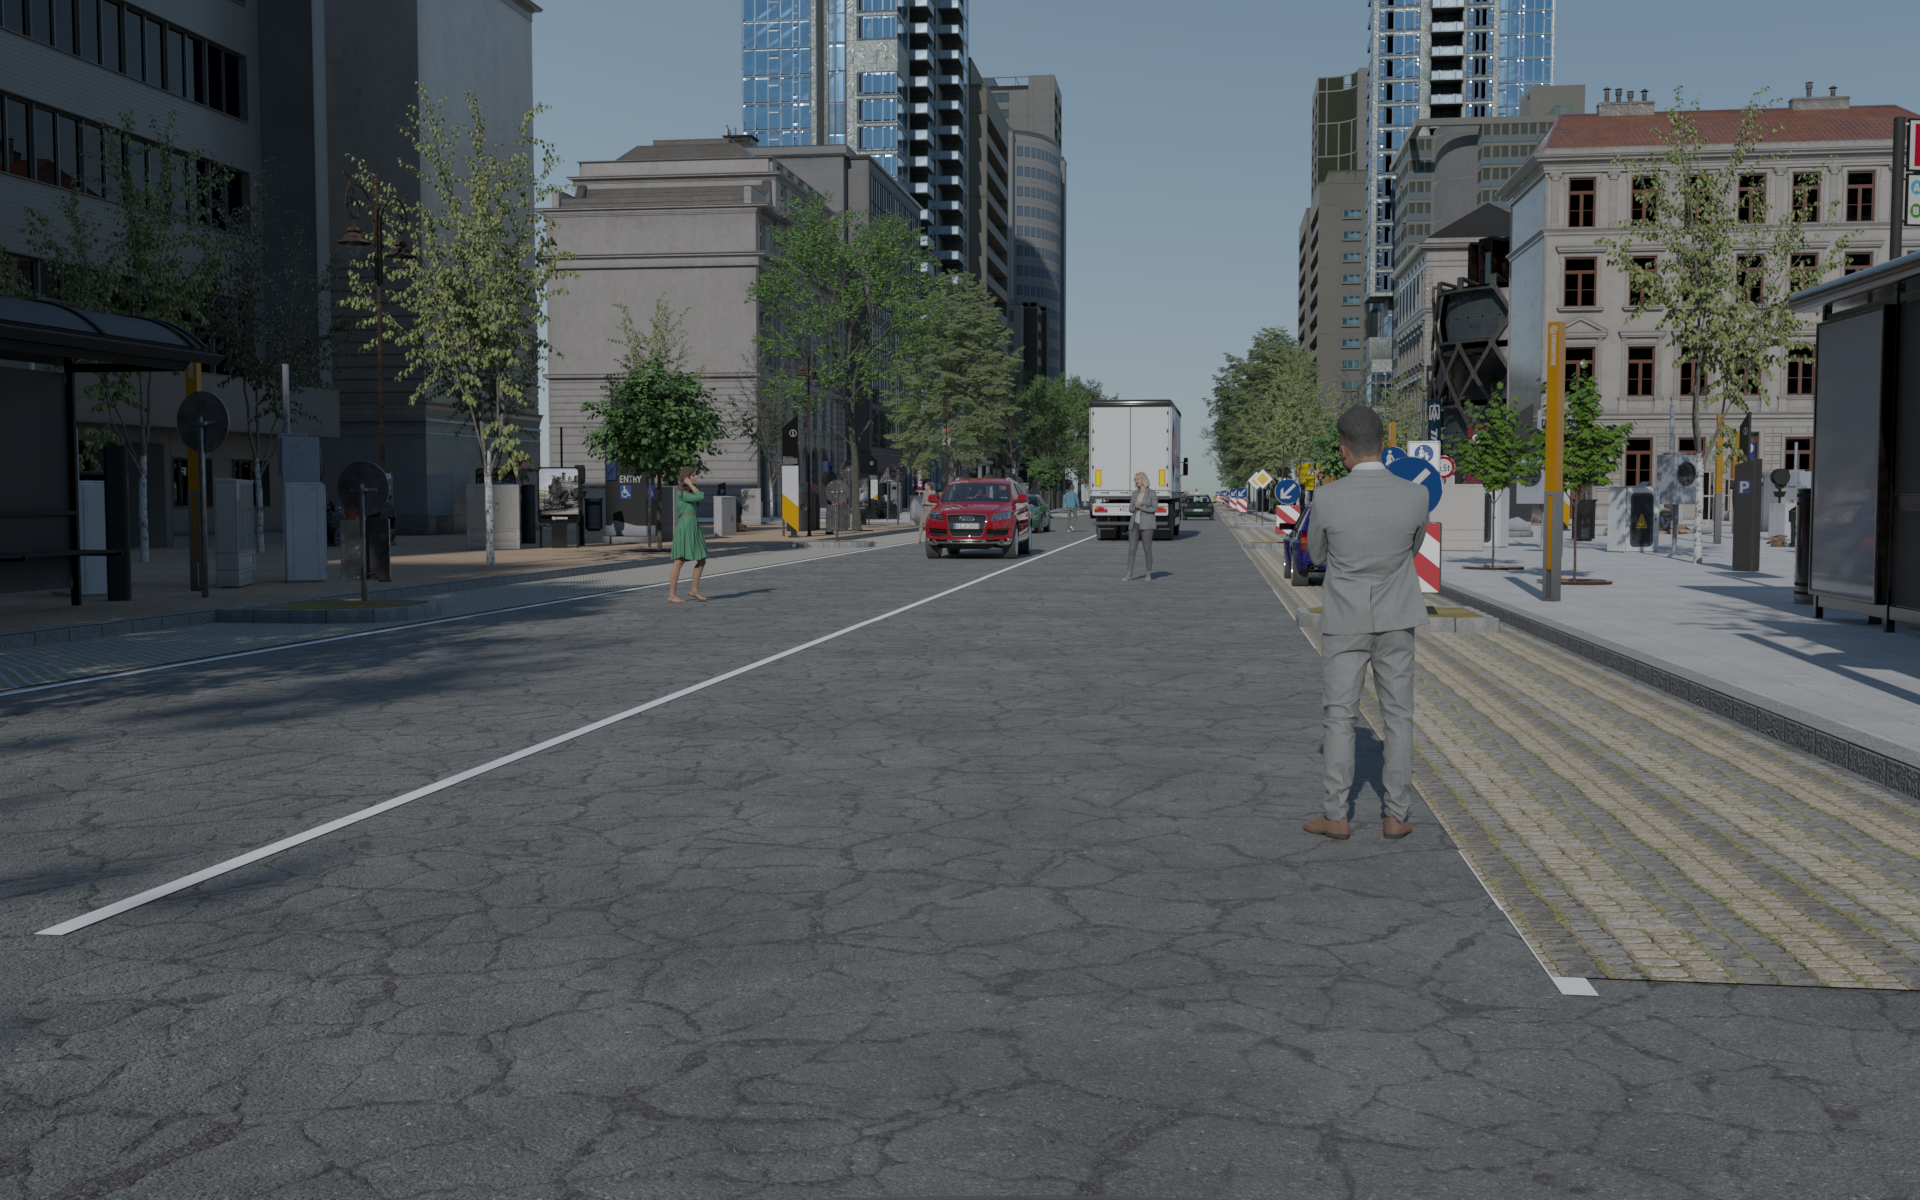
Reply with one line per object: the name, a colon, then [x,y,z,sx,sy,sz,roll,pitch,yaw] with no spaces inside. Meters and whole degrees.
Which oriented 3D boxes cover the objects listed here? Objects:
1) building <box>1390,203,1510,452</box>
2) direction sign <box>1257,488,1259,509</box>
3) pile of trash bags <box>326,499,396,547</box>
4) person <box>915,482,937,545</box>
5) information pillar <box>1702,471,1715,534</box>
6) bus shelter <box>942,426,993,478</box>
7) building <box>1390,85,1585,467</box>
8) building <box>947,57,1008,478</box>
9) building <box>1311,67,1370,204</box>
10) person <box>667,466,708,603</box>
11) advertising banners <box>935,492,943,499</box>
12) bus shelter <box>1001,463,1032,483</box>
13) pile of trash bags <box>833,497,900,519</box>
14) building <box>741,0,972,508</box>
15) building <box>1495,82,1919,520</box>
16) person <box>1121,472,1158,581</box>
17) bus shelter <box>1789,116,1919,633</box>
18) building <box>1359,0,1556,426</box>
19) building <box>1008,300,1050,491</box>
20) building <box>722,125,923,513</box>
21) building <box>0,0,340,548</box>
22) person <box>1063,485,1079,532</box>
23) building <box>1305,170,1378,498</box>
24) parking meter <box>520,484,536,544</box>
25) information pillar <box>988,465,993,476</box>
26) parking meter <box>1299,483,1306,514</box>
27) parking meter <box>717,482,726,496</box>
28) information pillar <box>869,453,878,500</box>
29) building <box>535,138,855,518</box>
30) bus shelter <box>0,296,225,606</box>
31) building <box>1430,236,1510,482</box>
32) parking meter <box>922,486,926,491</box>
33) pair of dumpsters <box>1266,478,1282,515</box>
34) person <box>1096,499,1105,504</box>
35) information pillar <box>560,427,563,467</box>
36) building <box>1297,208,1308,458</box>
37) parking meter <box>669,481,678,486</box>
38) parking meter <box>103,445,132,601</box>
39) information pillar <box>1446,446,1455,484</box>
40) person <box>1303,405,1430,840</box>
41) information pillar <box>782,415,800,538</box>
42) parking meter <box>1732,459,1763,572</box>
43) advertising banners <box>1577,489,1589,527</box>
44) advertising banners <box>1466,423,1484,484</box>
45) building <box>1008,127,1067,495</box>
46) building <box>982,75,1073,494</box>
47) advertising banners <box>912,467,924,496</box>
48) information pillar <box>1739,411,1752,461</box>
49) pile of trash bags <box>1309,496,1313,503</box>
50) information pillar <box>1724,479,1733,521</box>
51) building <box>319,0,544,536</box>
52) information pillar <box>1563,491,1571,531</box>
building: [41.215,-18.997,139.483,11.050,23.489,19.941,0,4,8]
direction sign: [24.832,-9.310,144.210,0.876,3.537,0.379,-3,5,-41]
pile of trash bags: [-14.903,-2.016,42.717,1.912,1.369,3.447,-1,4,-18]
person: [-0.946,-2.426,48.504,0.599,1.781,0.374,2,4,34]
information pillar: [24.072,-3.139,55.808,0.304,2.012,0.304,-3,5,-43]
bus shelter: [0.399,-7.741,104.202,2.179,5.291,8.768,0,4,8]
building: [55.667,-29.208,169.427,32.217,40.220,23.993,0,4,8]
building: [-6.257,-35.115,197.826,21.300,48.544,21.600,0,4,8]
building: [68.420,-52.425,295.392,20.563,71.187,20.611,0,4,8]
person: [-3.609,-0.866,22.903,0.529,1.795,0.600,0,4,-5]
advertising banners: [-1.920,-7.073,111.826,2.074,3.025,0.090,-2,4,-25]
bus shelter: [4.339,-8.635,132.467,1.731,3.624,6.357,0,4,8]
pile of trash bags: [-4.860,-4.765,87.664,3.447,1.369,1.912,-1,4,-23]
building: [-9.914,-52.477,170.671,22.319,86.520,31.000,0,4,8]
building: [39.690,-15.555,90.477,21.152,22.565,11.583,0,4,8]
person: [2.997,-1.217,28.578,0.537,1.800,0.526,3,5,42]
bus shelter: [9.423,-2.362,16.243,2.179,5.291,8.768,0,4,8]
building: [54.842,-54.017,195.846,22.319,86.520,31.000,0,4,8]
building: [5.661,-29.695,257.219,14.160,30.474,14.107,0,4,8]
building: [-11.560,-20.507,128.803,14.314,27.812,24.014,0,4,8]
building: [-25.831,-13.104,33.320,14.314,24.678,30.058,0,4,8]
person: [4.175,-3.441,65.106,0.601,1.785,0.444,2,4,27]
building: [62.521,-38.524,253.571,21.300,48.544,21.600,0,4,8]
parking meter: [-11.180,-2.228,44.831,0.372,1.533,0.369,0,3,0]
information pillar: [2.318,-8.765,134.655,0.504,3.616,0.183,3,4,38]
parking meter: [17.785,-5.173,90.296,0.255,1.863,0.399,-3,5,-40]
parking meter: [-11.736,-4.866,85.270,0.399,1.863,0.255,-1,4,-17]
information pillar: [-4.997,-6.634,99.819,0.504,3.616,0.183,0,4,5]
building: [-15.144,-16.114,105.260,13.314,21.916,24.055,0,4,8]
bus shelter: [-9.816,-1.432,17.337,2.014,3.302,5.546,0,4,8]
building: [41.468,-15.512,121.068,16.820,18.784,16.811,0,4,8]
parking meter: [-2.702,-7.627,130.411,0.255,1.863,0.399,-1,4,-18]
pair of dumpsters: [20.263,-6.550,109.583,1.574,2.255,4.437,0,4,8]
person: [5.629,-3.769,69.998,0.514,1.842,0.818,2,4,35]
information pillar: [-13.934,-4.237,60.627,0.183,3.616,0.504,-1,4,-12]
building: [65.015,-39.838,275.055,21.300,48.544,21.600,0,4,8]
parking meter: [-8.150,-2.652,49.075,0.255,1.863,0.399,1,4,12]
parking meter: [-10.160,-0.928,20.886,0.255,1.863,0.399,-2,4,-24]
information pillar: [21.690,-5.214,76.605,0.183,3.616,0.504,-2,4,-24]
person: [1.708,0.083,7.332,0.511,1.800,0.466,-1,4,-11]
information pillar: [-4.972,-3.641,50.877,0.504,3.616,0.183,0,4,-6]
parking meter: [13.064,-1.410,28.770,0.255,1.863,0.399,-3,4,-38]
advertising banners: [22.985,-4.154,64.109,0.090,3.025,2.074,2,4,34]
advertising banners: [12.096,-2.876,43.204,2.074,3.025,0.090,1,4,19]
building: [5.405,-44.999,277.728,21.231,58.520,28.212,0,4,8]
building: [9.239,-52.793,301.409,20.563,71.187,20.611,0,4,8]
advertising banners: [-2.567,-6.606,104.189,0.090,3.025,2.074,1,4,20]
information pillar: [22.314,-3.542,49.268,0.183,3.616,0.504,0,4,-6]
pile of trash bags: [28.389,-7.893,138.805,1.912,1.369,3.447,2,4,33]
information pillar: [37.208,-4.849,83.777,0.304,2.012,0.304,-1,4,-14]
building: [-24.559,-12.812,58.622,18.267,20.994,9.793,0,4,8]
information pillar: [21.141,-4.235,60.594,0.183,3.616,0.504,-2,4,-33]
